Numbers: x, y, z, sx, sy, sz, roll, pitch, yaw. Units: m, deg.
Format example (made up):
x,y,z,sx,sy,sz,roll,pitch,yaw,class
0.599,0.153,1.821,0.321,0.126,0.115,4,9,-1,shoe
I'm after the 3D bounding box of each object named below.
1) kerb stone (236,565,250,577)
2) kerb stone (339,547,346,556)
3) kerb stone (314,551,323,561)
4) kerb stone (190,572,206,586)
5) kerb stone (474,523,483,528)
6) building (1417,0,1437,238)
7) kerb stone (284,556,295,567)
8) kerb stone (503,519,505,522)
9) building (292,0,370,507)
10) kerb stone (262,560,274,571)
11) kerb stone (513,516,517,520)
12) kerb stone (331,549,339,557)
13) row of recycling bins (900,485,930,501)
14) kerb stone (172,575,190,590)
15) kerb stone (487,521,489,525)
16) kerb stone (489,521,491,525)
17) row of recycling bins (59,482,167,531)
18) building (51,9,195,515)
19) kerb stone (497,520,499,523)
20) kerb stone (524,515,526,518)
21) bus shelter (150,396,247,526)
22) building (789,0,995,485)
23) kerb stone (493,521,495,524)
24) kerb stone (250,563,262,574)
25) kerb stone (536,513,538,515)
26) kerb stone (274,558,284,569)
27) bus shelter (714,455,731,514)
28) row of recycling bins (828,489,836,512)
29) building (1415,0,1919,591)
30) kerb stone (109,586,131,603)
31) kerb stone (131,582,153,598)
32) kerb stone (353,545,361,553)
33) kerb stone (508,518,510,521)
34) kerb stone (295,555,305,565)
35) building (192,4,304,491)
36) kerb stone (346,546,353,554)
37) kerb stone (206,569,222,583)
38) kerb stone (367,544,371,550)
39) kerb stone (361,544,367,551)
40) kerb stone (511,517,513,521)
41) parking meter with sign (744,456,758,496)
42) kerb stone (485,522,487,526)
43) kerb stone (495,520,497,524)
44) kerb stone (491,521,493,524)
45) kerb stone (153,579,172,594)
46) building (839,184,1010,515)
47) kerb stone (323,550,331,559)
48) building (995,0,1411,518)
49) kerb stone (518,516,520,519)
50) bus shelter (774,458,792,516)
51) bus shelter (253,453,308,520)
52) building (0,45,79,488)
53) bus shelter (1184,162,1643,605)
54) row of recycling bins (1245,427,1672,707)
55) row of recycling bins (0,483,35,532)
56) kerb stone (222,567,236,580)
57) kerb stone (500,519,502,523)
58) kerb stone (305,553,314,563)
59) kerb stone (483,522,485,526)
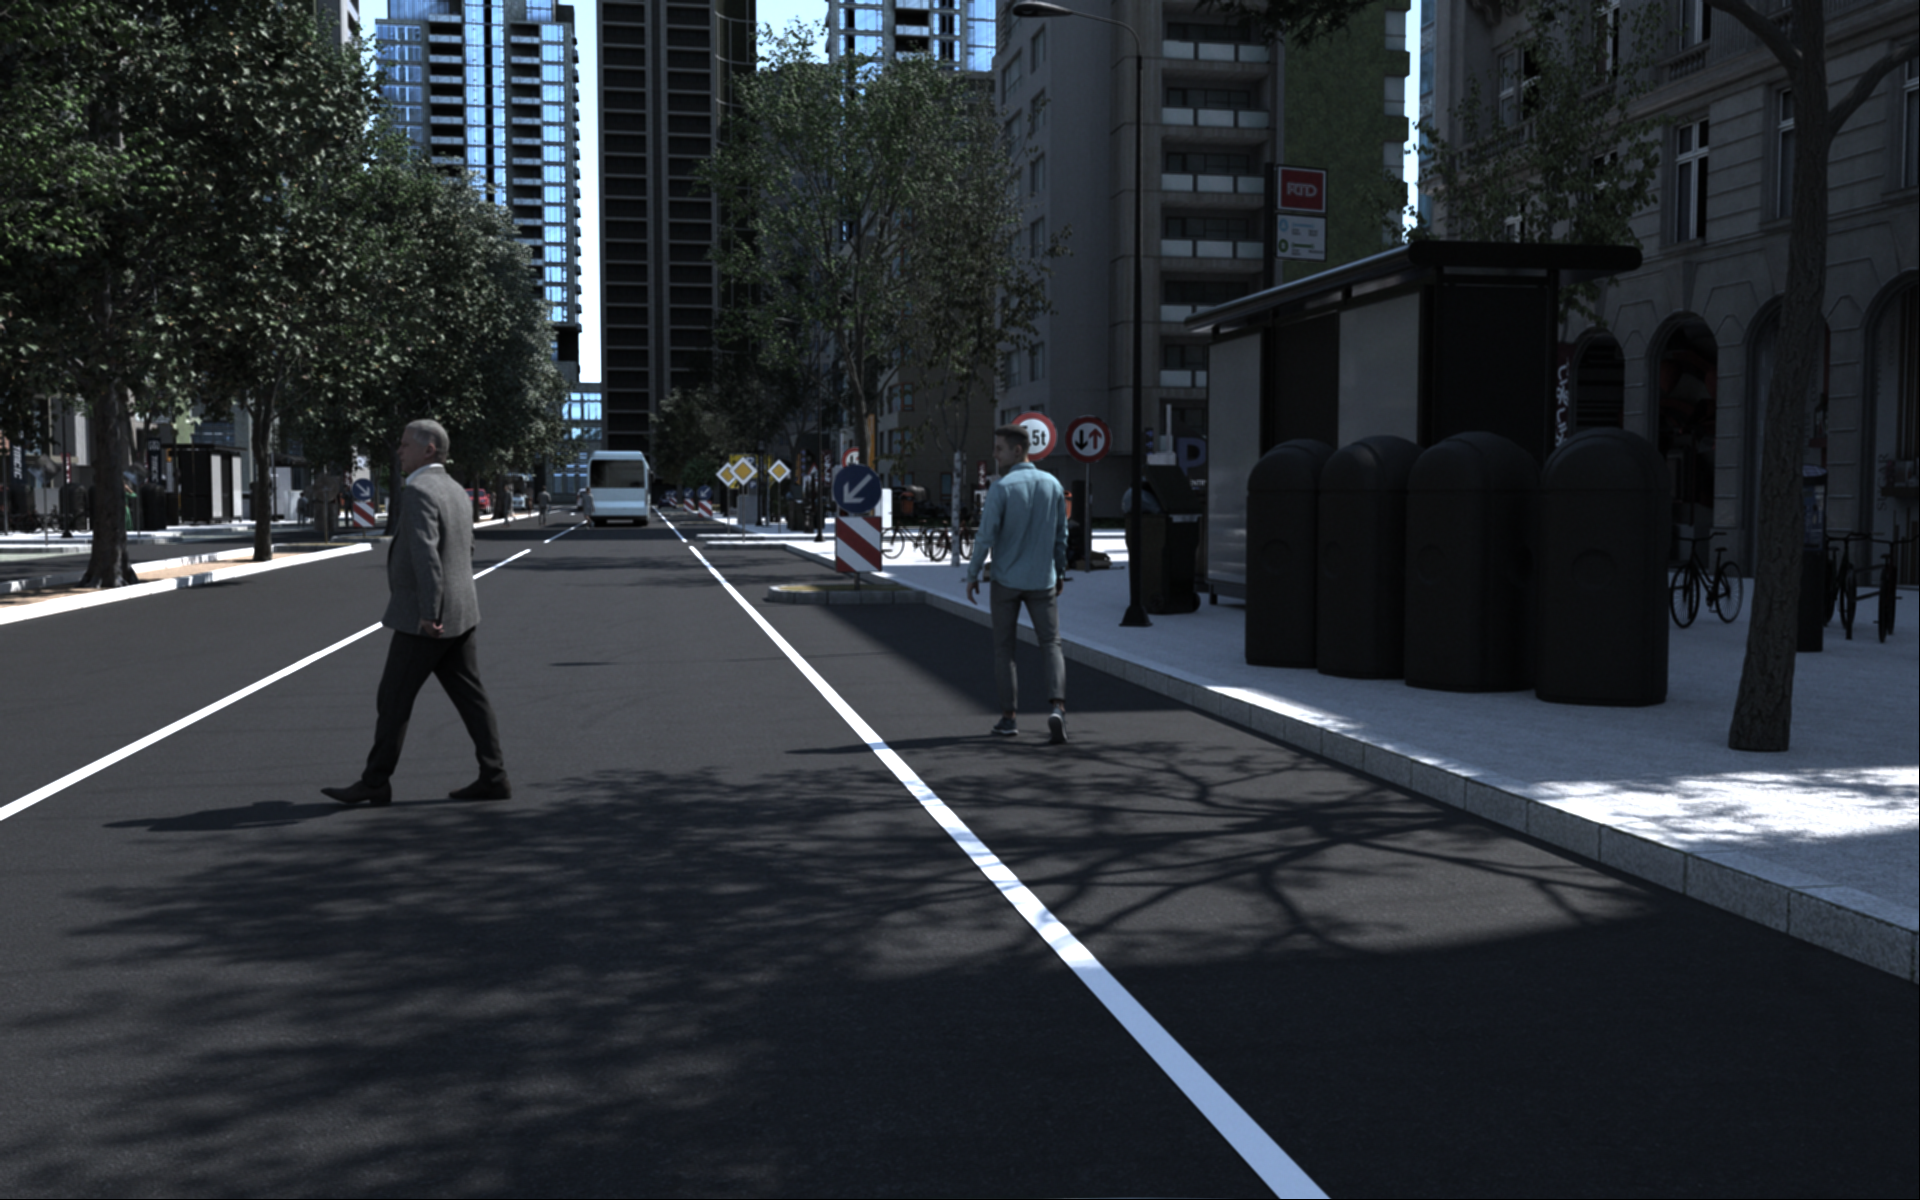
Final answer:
x,y,z,sx,sy,sz,roll,pitch,yaw,class
-12.645,-0.495,30.285,0.120,0.150,1.000,-1,4,-10,kerb stone
-14.505,-1.108,40.349,0.120,0.150,1.000,-1,4,-10,kerb stone
-13.945,-0.923,37.330,0.120,0.150,1.000,-1,4,-10,kerb stone
-12.093,-0.305,27.247,0.120,0.150,1.000,-1,4,-10,kerb stone
-20.911,-3.228,75.175,0.120,0.150,1.000,-1,4,-10,kerb stone
38.436,-28.368,83.427,30.456,49.044,23.786,-1,4,-10,building
-13.396,-0.741,34.312,0.120,0.150,1.000,-1,4,-10,kerb stone
-23.130,-3.977,87.255,0.120,0.150,1.000,-1,4,-10,kerb stone
-74.500,-38.539,172.116,28.212,58.520,21.231,-1,4,-10,building
-13.019,-0.607,32.304,0.120,0.150,1.000,-1,4,-10,kerb stone
-24.625,-4.472,95.329,0.120,0.150,1.000,-1,4,-10,kerb stone
-14.322,-1.049,39.343,0.120,0.150,1.000,-1,4,-10,kerb stone
-2.210,-5.263,93.160,1.069,1.692,3.534,1,4,9,row of recycling bins
-11.902,-0.248,26.243,0.120,0.150,1.000,-1,4,-10,kerb stone
-21.467,-3.425,78.196,0.120,0.150,1.000,-1,4,-10,kerb stone
-21.660,-3.487,79.202,0.120,0.150,1.000,-1,4,-10,kerb stone
-30.113,-3.337,61.668,1.069,1.692,3.534,3,5,44,row of recycling bins
-53.512,-25.428,99.341,14.154,41.232,14.086,-1,4,-10,building
-22.395,-3.733,83.225,0.120,0.150,1.000,-1,4,-10,kerb stone
-25.931,-4.905,102.397,0.120,0.150,1.000,-1,4,-10,kerb stone
-32.307,-5.854,73.343,2.179,5.291,8.768,-1,4,-10,bus shelter
-5.353,-52.973,178.775,22.319,86.520,31.000,-1,4,-10,building
-22.034,-3.610,81.213,0.120,0.150,1.000,-1,4,-10,kerb stone
-12.831,-0.555,31.290,0.120,0.150,1.000,-1,4,-10,kerb stone
-28.154,-5.644,114.501,0.120,0.150,1.000,-1,4,-10,kerb stone
-13.209,-0.678,33.308,0.120,0.150,1.000,-1,4,-10,kerb stone
-14.420,-7.176,108.617,1.731,3.624,6.357,-1,4,-10,bus shelter
-7.944,-7.318,126.762,3.534,1.692,1.069,-2,4,-25,row of recycling bins
17.808,-11.261,25.918,13.314,21.916,24.055,-1,4,-10,building
-11.348,-0.059,23.209,0.120,0.150,1.000,-1,4,-10,kerb stone
-11.533,-0.124,24.225,0.120,0.150,1.000,-1,4,-10,kerb stone
-14.869,-1.233,42.361,0.120,0.150,1.000,-1,4,-10,kerb stone
-23.700,-4.160,90.282,0.120,0.150,1.000,-1,4,-10,kerb stone
-13.578,-0.801,35.319,0.120,0.150,1.000,-1,4,-10,kerb stone
-64.084,-50.201,133.457,22.319,86.520,31.000,-1,4,-10,building
-14.691,-1.169,41.354,0.120,0.150,1.000,-1,4,-10,kerb stone
-12.273,-0.371,28.255,0.120,0.150,1.000,-1,4,-10,kerb stone
-15.241,-1.356,44.373,0.120,0.150,1.000,-1,4,-10,kerb stone
-15.056,-1.294,43.365,0.120,0.150,1.000,-1,4,-10,kerb stone
-24.065,-4.289,92.313,0.120,0.150,1.000,-1,4,-10,kerb stone
-9.478,-5.055,78.912,0.543,3.016,1.738,-1,4,-12,parking meter with sign
-21.289,-3.363,77.185,0.120,0.150,1.000,-1,4,-10,kerb stone
-22.212,-3.666,82.220,0.120,0.150,1.000,-1,4,-10,kerb stone
-21.842,-3.548,80.208,0.120,0.150,1.000,-1,4,-10,kerb stone
-11.710,-0.181,25.233,0.120,0.150,1.000,-1,4,-10,kerb stone
7.536,-16.387,112.961,27.650,21.520,28.899,-1,4,-10,building
-14.126,-0.987,38.336,0.120,0.150,1.000,-1,4,-10,kerb stone
9.591,-23.827,73.170,14.086,41.232,14.154,-1,4,-10,building
-24.998,-4.597,97.353,0.120,0.150,1.000,-1,4,-10,kerb stone
-10.542,-6.447,99.324,2.014,3.302,5.546,-1,4,-10,bus shelter
-34.256,-5.759,88.081,2.014,3.302,5.546,-1,4,-10,bus shelter
-102.749,-31.363,167.407,28.867,44.769,22.147,-1,4,-10,building
3.944,-2.513,18.720,2.179,5.291,8.768,-1,4,-10,bus shelter
3.264,-0.293,11.908,1.069,1.692,3.534,-2,4,-32,row of recycling bins
-33.114,-3.165,58.854,1.069,1.692,3.534,1,4,20,row of recycling bins
-12.464,-0.433,29.279,0.120,0.150,1.000,-1,4,-10,kerb stone
-22.773,-3.856,85.238,0.120,0.150,1.000,-1,4,-10,kerb stone
-13.760,-0.864,36.325,0.120,0.150,1.000,-1,4,-10,kerb stone
-21.103,-3.295,76.180,0.120,0.150,1.000,-1,4,-10,kerb stone
